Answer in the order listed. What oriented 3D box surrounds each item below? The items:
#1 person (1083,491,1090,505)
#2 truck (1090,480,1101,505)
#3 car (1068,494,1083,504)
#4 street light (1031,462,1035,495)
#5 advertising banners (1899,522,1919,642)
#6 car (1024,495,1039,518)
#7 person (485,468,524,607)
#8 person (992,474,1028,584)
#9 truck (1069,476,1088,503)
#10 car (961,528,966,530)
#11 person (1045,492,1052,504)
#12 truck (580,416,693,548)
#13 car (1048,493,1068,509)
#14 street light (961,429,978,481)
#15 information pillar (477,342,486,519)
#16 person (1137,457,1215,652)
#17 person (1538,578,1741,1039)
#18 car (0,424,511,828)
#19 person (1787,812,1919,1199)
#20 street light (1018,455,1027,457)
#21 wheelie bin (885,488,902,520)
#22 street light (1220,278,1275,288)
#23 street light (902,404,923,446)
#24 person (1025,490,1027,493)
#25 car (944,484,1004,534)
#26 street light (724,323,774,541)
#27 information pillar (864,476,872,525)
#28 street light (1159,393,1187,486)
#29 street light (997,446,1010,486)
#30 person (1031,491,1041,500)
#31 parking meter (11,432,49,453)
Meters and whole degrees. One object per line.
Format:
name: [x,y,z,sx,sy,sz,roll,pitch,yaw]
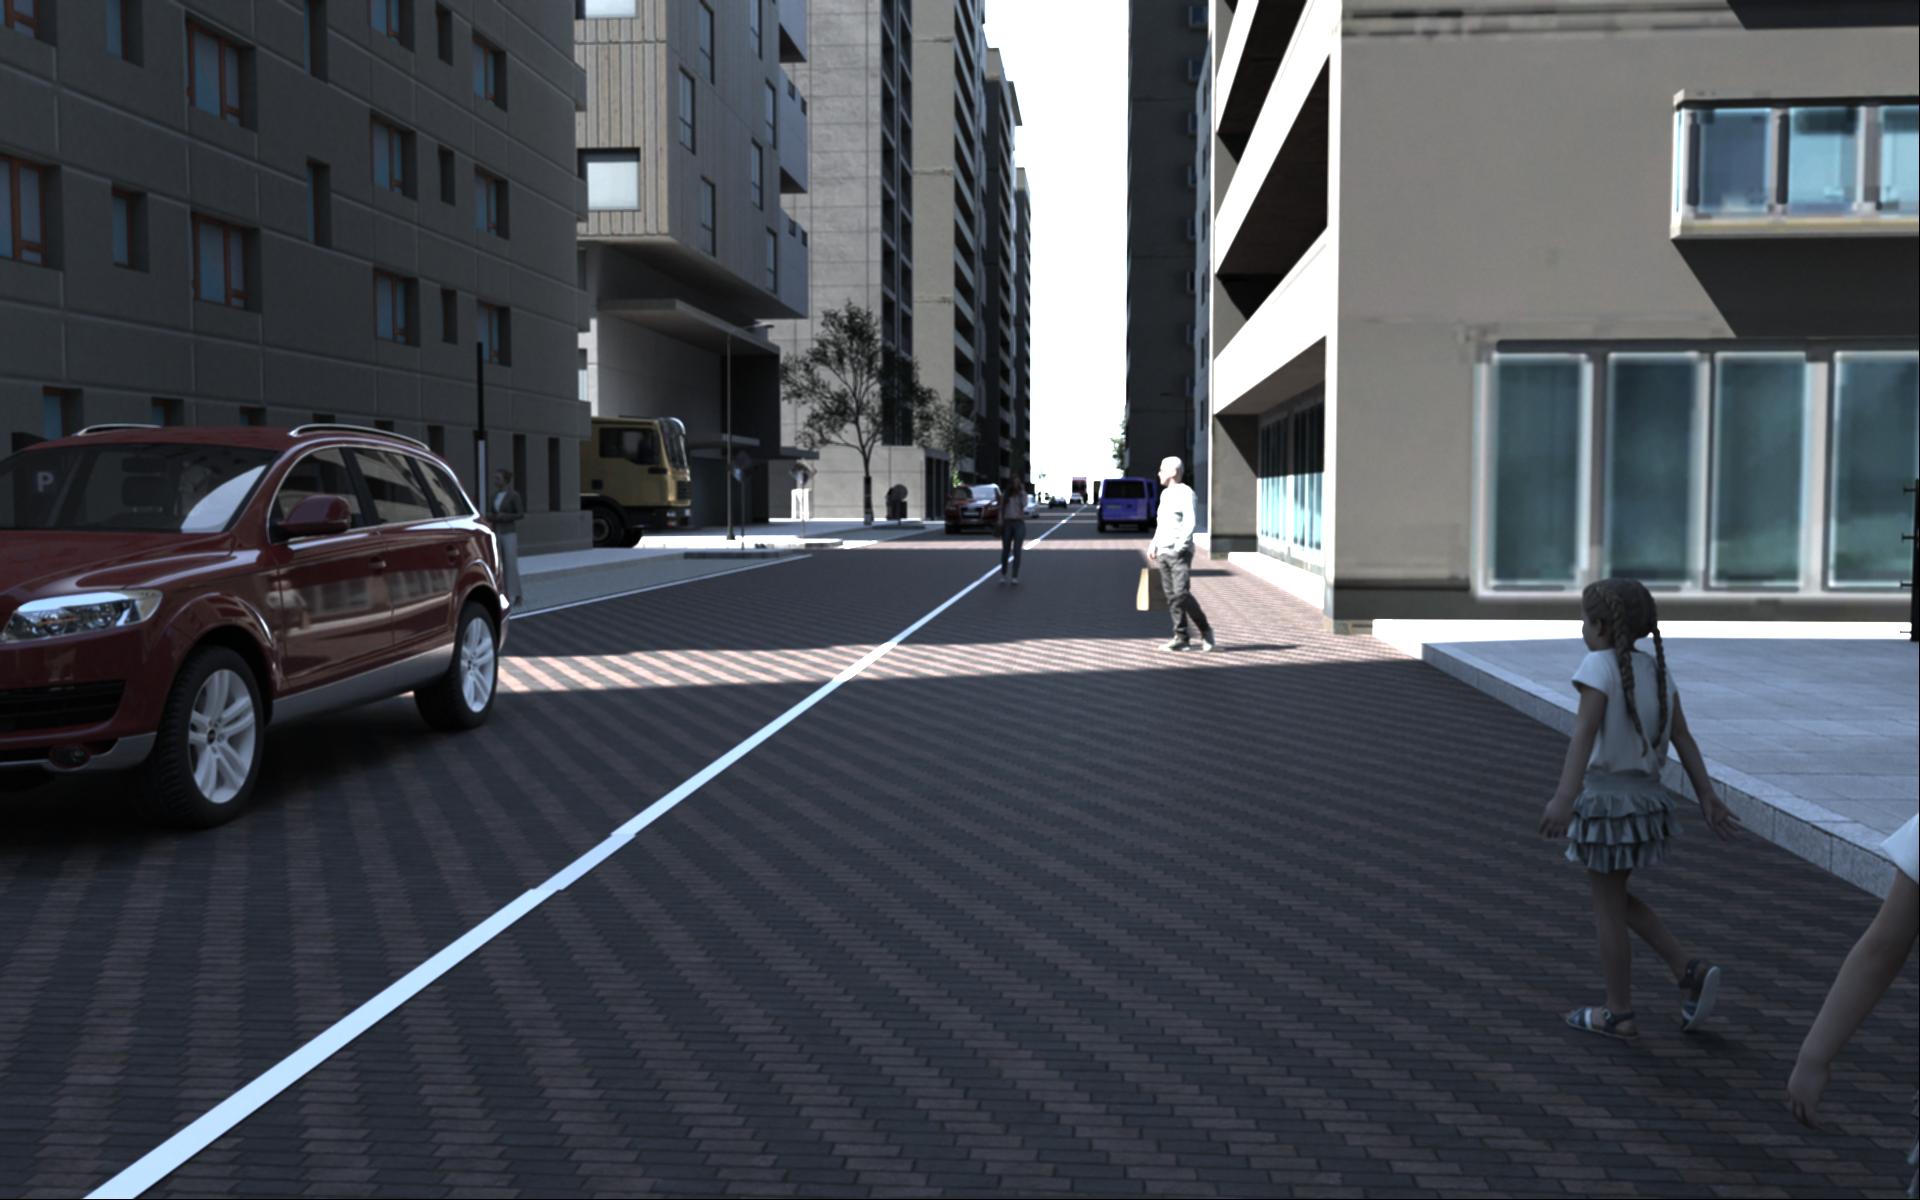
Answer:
person: [16.474,-13.154,223.581,1.348,1.822,0.705,3,4,36]
truck: [19.199,-14.548,233.782,3.469,3.379,9.791,0,4,5]
car: [15.982,-14.098,239.536,2.155,1.783,4.494,0,4,5]
street light: [10.765,-16.865,248.275,1.470,5.913,1.316,0,4,5]
advertising banners: [9.123,-1.124,14.564,2.074,3.025,0.090,2,4,26]
car: [3.757,-5.606,104.015,2.083,1.381,4.827,0,4,5]
person: [-5.822,-0.794,22.024,0.519,1.759,0.362,2,4,25]
person: [0.816,-1.143,27.779,0.593,1.750,0.643,0,4,8]
truck: [18.658,-17.238,270.759,2.839,4.237,11.283,0,4,5]
car: [0.958,-3.725,71.131,2.015,1.641,3.980,0,4,3]
person: [13.056,-14.915,253.176,1.217,1.723,0.721,1,4,23]
truck: [-10.914,-2.923,43.721,9.791,3.379,3.469,0,4,3]
car: [9.742,-9.932,172.182,2.009,1.686,4.222,0,4,5]
street light: [0.624,-9.275,124.193,1.470,5.913,1.316,0,4,5]
information pillar: [-7.444,-2.178,26.960,0.183,3.616,0.504,-1,4,-14]
person: [1.980,-0.424,15.924,0.515,1.767,0.782,-1,4,-22]
person: [1.744,0.550,4.515,0.505,1.210,0.382,-3,4,-36]
car: [-4.055,-0.031,9.176,2.281,1.827,5.304,0,4,4]
person: [1.362,0.689,2.256,0.505,1.210,0.382,1,4,22]
street light: [7.316,-14.318,206.637,1.470,5.913,1.316,0,4,5]
wheelie bin: [-3.239,-4.767,85.841,0.693,1.594,0.980,3,4,36]
street light: [6.291,-3.963,37.334,1.470,5.913,1.316,0,4,5]
street light: [-2.406,-7.138,89.252,1.470,5.913,1.316,0,4,5]
person: [6.710,-10.268,176.343,1.348,1.831,0.705,-3,4,-38]
car: [0.619,-3.380,63.939,2.281,1.827,5.304,0,4,5]
street light: [-5.753,-4.573,47.307,1.470,5.913,1.316,0,4,5]
information pillar: [-3.804,-4.086,71.305,0.304,2.012,0.304,-1,4,-9]
street light: [9.809,-6.536,79.408,1.470,5.913,1.316,0,4,5]
street light: [4.089,-11.822,165.829,1.470,5.913,1.316,0,4,5]
person: [8.512,-11.484,196.405,1.348,1.807,0.705,-2,4,-23]
parking meter: [-8.820,-0.667,16.615,0.255,1.863,0.399,2,4,32]
